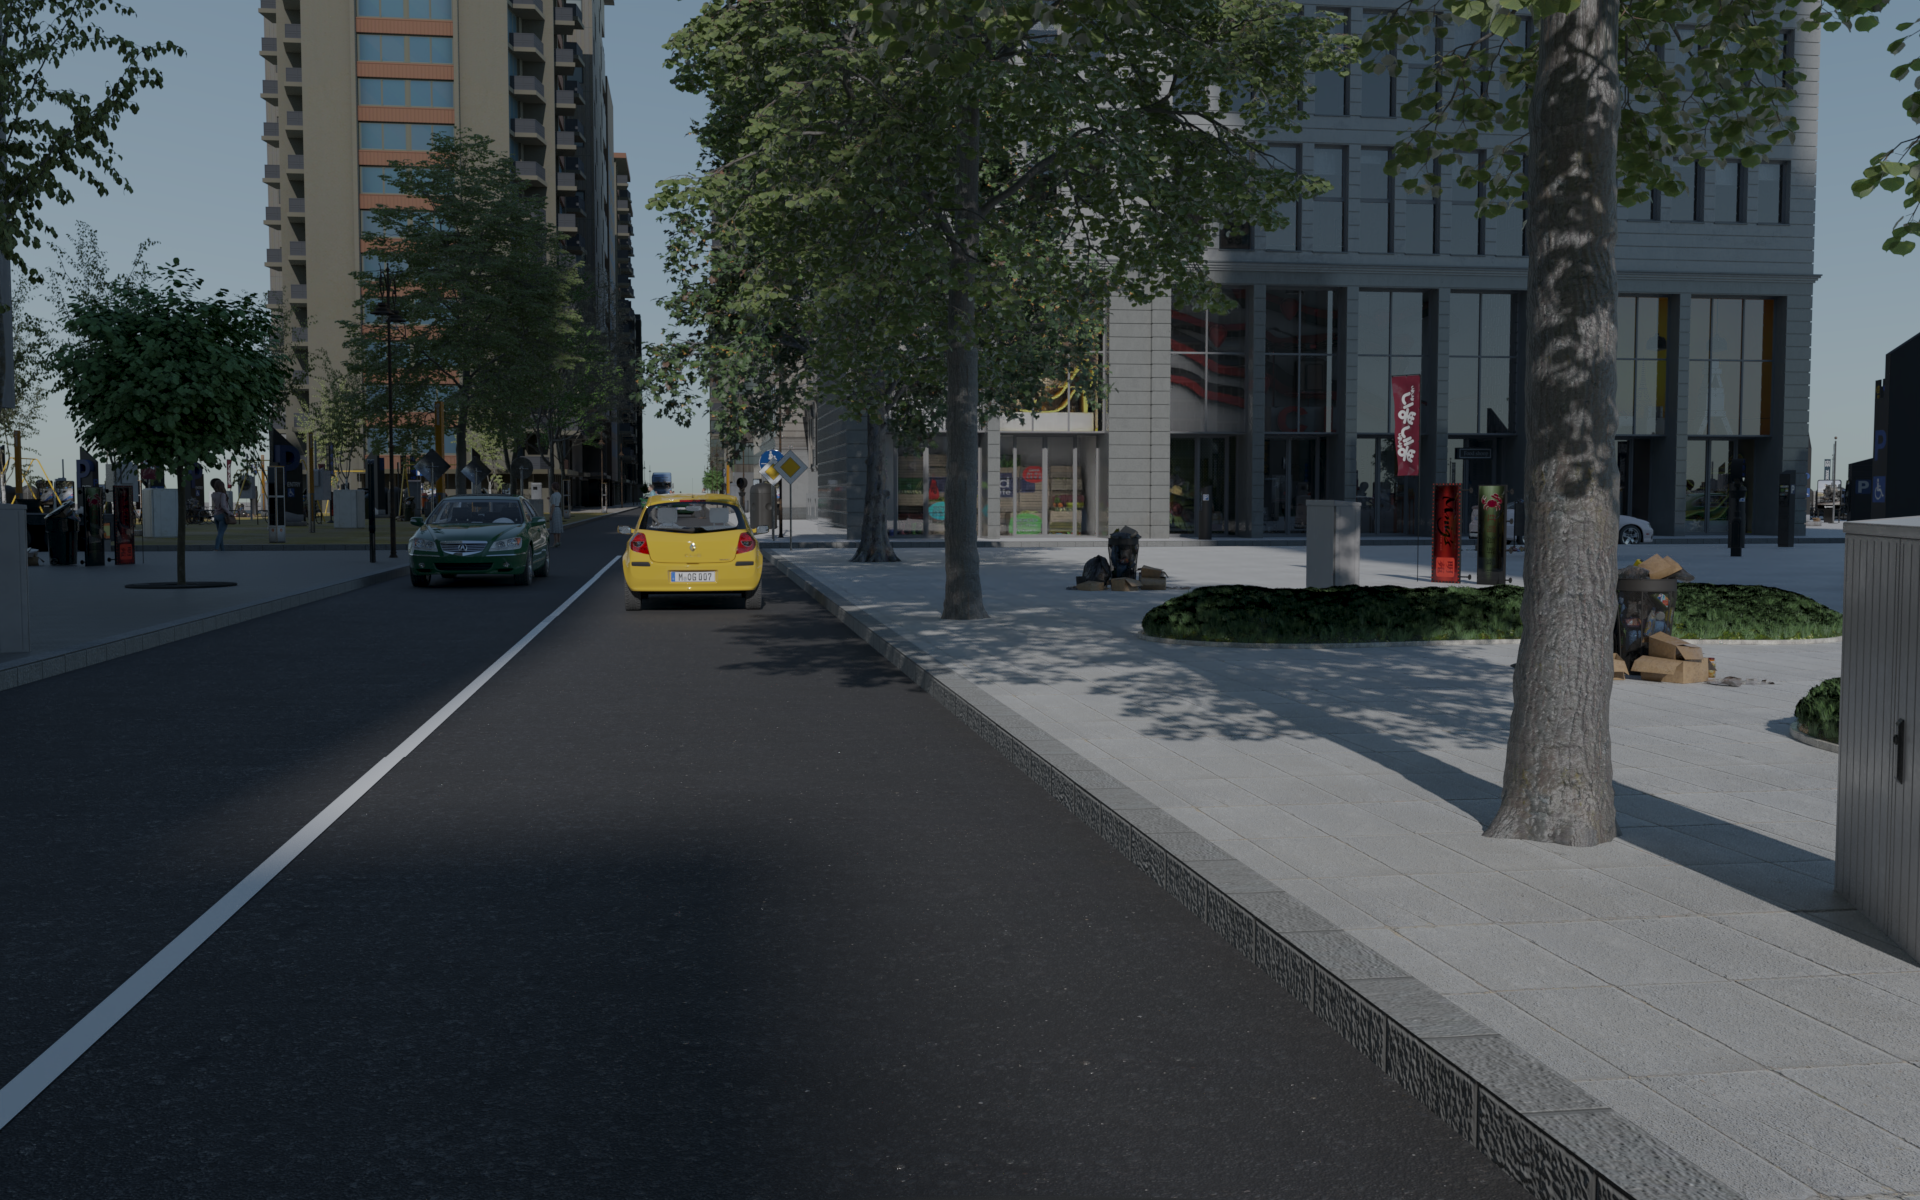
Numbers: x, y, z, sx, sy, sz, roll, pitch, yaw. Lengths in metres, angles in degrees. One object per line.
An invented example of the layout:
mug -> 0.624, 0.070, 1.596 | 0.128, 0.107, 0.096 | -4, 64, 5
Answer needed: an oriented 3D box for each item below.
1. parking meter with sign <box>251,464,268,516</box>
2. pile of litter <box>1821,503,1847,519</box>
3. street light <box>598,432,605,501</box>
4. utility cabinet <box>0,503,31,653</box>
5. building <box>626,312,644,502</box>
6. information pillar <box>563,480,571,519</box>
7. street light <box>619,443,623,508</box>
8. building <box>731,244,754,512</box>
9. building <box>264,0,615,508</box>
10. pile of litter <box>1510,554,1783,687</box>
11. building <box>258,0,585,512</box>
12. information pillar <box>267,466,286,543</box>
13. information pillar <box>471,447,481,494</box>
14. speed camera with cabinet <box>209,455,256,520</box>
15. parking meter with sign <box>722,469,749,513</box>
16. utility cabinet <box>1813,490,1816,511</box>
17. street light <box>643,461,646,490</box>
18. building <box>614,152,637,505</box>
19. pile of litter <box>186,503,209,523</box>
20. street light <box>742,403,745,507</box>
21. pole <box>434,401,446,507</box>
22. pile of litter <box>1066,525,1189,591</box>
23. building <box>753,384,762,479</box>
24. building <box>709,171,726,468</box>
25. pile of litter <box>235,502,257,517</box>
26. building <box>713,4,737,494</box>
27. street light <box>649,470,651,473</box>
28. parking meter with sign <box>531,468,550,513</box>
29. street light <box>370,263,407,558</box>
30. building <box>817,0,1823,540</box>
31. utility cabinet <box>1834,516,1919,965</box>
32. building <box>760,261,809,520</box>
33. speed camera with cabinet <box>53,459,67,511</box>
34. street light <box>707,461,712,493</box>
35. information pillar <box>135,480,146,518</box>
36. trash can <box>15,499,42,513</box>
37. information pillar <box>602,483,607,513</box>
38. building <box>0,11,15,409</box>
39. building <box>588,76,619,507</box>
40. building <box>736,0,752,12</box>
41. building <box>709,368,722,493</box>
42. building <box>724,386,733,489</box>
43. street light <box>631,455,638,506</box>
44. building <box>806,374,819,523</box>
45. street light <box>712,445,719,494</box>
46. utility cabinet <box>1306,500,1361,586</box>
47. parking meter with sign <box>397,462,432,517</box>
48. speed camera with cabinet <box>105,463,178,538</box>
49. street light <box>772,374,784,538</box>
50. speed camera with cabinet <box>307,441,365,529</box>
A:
parking meter with sign -> -40.451, -6.414, 101.135 | 1.738, 3.016, 0.543 | 1, 4, 12
pile of litter -> 44.637, -4.519, 87.848 | 1.176, 0.858, 1.719 | -3, 4, -36
street light -> -25.242, -9.134, 122.126 | 0.468, 5.910, 1.993 | -1, 4, -9
utility cabinet -> -7.954, -0.198, 14.406 | 0.306, 1.237, 1.020 | -2, 4, -34
building -> -56.149, -30.264, 266.515 | 14.160, 30.474, 14.107 | -1, 4, -9
information pillar -> -20.386, -5.218, 89.802 | 0.304, 2.012, 0.304 | 0, 4, 3
street light -> -30.714, -11.281, 157.238 | 0.468, 5.910, 1.993 | -1, 4, -9
building -> -10.459, -22.063, 132.425 | 14.160, 30.474, 14.107 | -1, 4, -9
building -> -46.660, -34.886, 159.629 | 28.713, 52.752, 27.495 | -1, 4, -9
pile of litter -> 4.749, 0.112, 12.136 | 1.176, 0.858, 1.719 | -2, 4, -33
building -> -40.159, -29.198, 132.013 | 22.147, 44.769, 28.867 | -1, 4, -9
information pillar -> -17.950, -2.507, 45.481 | 0.304, 2.012, 0.304 | 2, 4, 24
information pillar -> -24.154, -5.816, 86.443 | 0.504, 3.616, 0.183 | -3, 5, -42
speed camera with cabinet -> -35.461, -5.506, 84.356 | 2.038, 3.252, 0.660 | 0, 4, -6
parking meter with sign -> -15.338, -7.475, 118.478 | 1.738, 3.016, 0.543 | 1, 4, 9
utility cabinet -> 52.516, -5.910, 105.305 | 0.318, 1.500, 1.173 | -3, 5, -39
street light -> -43.575, -16.304, 239.364 | 0.468, 5.910, 1.993 | -1, 4, -9
building -> -52.117, -34.303, 215.480 | 22.147, 44.769, 28.867 | -1, 4, -9
pile of litter -> -34.457, -3.890, 77.565 | 1.176, 0.858, 1.719 | 0, 4, -2
street light -> -10.751, -6.924, 86.001 | 0.468, 5.910, 1.993 | -1, 4, -9
pole -> -11.472, -2.715, 38.235 | 0.158, 3.312, 0.155 | 0, 3, 0
pile of litter -> 2.299, -0.572, 23.310 | 1.719, 0.858, 1.176 | 0, 4, 6
building -> -8.056, -15.829, 113.561 | 10.420, 20.320, 16.860 | -1, 4, -9
building -> -22.071, -35.259, 231.105 | 22.147, 44.769, 28.867 | -1, 4, -9
pile of litter -> -39.777, -5.030, 96.205 | 1.176, 0.858, 1.719 | -3, 5, -39
building -> -26.300, -49.932, 254.631 | 20.563, 71.187, 20.611 | -1, 4, -9
street light -> -49.269, -18.504, 275.320 | 0.468, 5.910, 1.993 | -1, 4, -9
parking meter with sign -> -28.701, -7.409, 117.404 | 1.738, 3.016, 0.543 | 0, 4, -7
street light -> -11.439, -3.792, 34.792 | 0.468, 5.910, 1.993 | -1, 4, -9
building -> 10.542, -16.986, 55.206 | 29.804, 29.767, 11.434 | -1, 4, -9
utility cabinet -> 2.843, 0.373, 5.065 | 0.306, 1.237, 1.020 | 1, 4, 14
building -> -5.941, -15.037, 95.006 | 9.793, 20.994, 18.267 | -1, 4, -9
speed camera with cabinet -> -51.198, -6.364, 98.392 | 0.660, 3.252, 2.038 | -2, 4, -32
street light -> -28.085, -13.677, 196.399 | 0.468, 5.910, 1.993 | -1, 4, -9
information pillar -> -43.604, -5.350, 91.959 | 0.304, 2.012, 0.304 | -1, 4, -12
trash can -> -28.453, -2.525, 52.932 | 0.748, 1.137, 0.748 | 0, 3, 0
information pillar -> -23.757, -6.804, 115.732 | 0.304, 2.012, 0.304 | 0, 4, 0
building -> -23.853, -20.955, 26.212 | 14.086, 41.232, 14.154 | -1, 4, -9
building -> -43.414, -32.499, 181.477 | 14.600, 45.320, 14.200 | -1, 4, -9
building -> -8.962, -30.565, 154.366 | 22.147, 44.769, 28.867 | -1, 4, -9
building -> -32.350, -30.628, 272.467 | 14.160, 30.474, 14.107 | -1, 4, -9
building -> -10.836, -20.729, 183.963 | 27.650, 21.520, 28.899 | -1, 4, -9
street light -> -36.441, -13.481, 193.208 | 0.468, 5.910, 1.993 | -1, 4, -9
building -> 0.304, -17.541, 74.189 | 14.401, 28.519, 23.554 | -1, 4, -9
street light -> -22.627, -11.529, 161.284 | 0.468, 5.910, 1.993 | -1, 4, -9
utility cabinet -> 3.970, -0.445, 18.438 | 0.306, 1.237, 1.020 | 0, 4, -5
parking meter with sign -> -29.833, -6.022, 94.723 | 1.738, 3.016, 0.543 | -1, 4, -13
speed camera with cabinet -> -23.721, -3.429, 50.395 | 0.660, 3.252, 2.038 | 2, 4, 35
street light -> -5.270, -4.770, 50.782 | 0.468, 5.910, 1.993 | -1, 4, -9
speed camera with cabinet -> -23.254, -4.293, 64.520 | 2.038, 3.252, 0.660 | 1, 4, 11
